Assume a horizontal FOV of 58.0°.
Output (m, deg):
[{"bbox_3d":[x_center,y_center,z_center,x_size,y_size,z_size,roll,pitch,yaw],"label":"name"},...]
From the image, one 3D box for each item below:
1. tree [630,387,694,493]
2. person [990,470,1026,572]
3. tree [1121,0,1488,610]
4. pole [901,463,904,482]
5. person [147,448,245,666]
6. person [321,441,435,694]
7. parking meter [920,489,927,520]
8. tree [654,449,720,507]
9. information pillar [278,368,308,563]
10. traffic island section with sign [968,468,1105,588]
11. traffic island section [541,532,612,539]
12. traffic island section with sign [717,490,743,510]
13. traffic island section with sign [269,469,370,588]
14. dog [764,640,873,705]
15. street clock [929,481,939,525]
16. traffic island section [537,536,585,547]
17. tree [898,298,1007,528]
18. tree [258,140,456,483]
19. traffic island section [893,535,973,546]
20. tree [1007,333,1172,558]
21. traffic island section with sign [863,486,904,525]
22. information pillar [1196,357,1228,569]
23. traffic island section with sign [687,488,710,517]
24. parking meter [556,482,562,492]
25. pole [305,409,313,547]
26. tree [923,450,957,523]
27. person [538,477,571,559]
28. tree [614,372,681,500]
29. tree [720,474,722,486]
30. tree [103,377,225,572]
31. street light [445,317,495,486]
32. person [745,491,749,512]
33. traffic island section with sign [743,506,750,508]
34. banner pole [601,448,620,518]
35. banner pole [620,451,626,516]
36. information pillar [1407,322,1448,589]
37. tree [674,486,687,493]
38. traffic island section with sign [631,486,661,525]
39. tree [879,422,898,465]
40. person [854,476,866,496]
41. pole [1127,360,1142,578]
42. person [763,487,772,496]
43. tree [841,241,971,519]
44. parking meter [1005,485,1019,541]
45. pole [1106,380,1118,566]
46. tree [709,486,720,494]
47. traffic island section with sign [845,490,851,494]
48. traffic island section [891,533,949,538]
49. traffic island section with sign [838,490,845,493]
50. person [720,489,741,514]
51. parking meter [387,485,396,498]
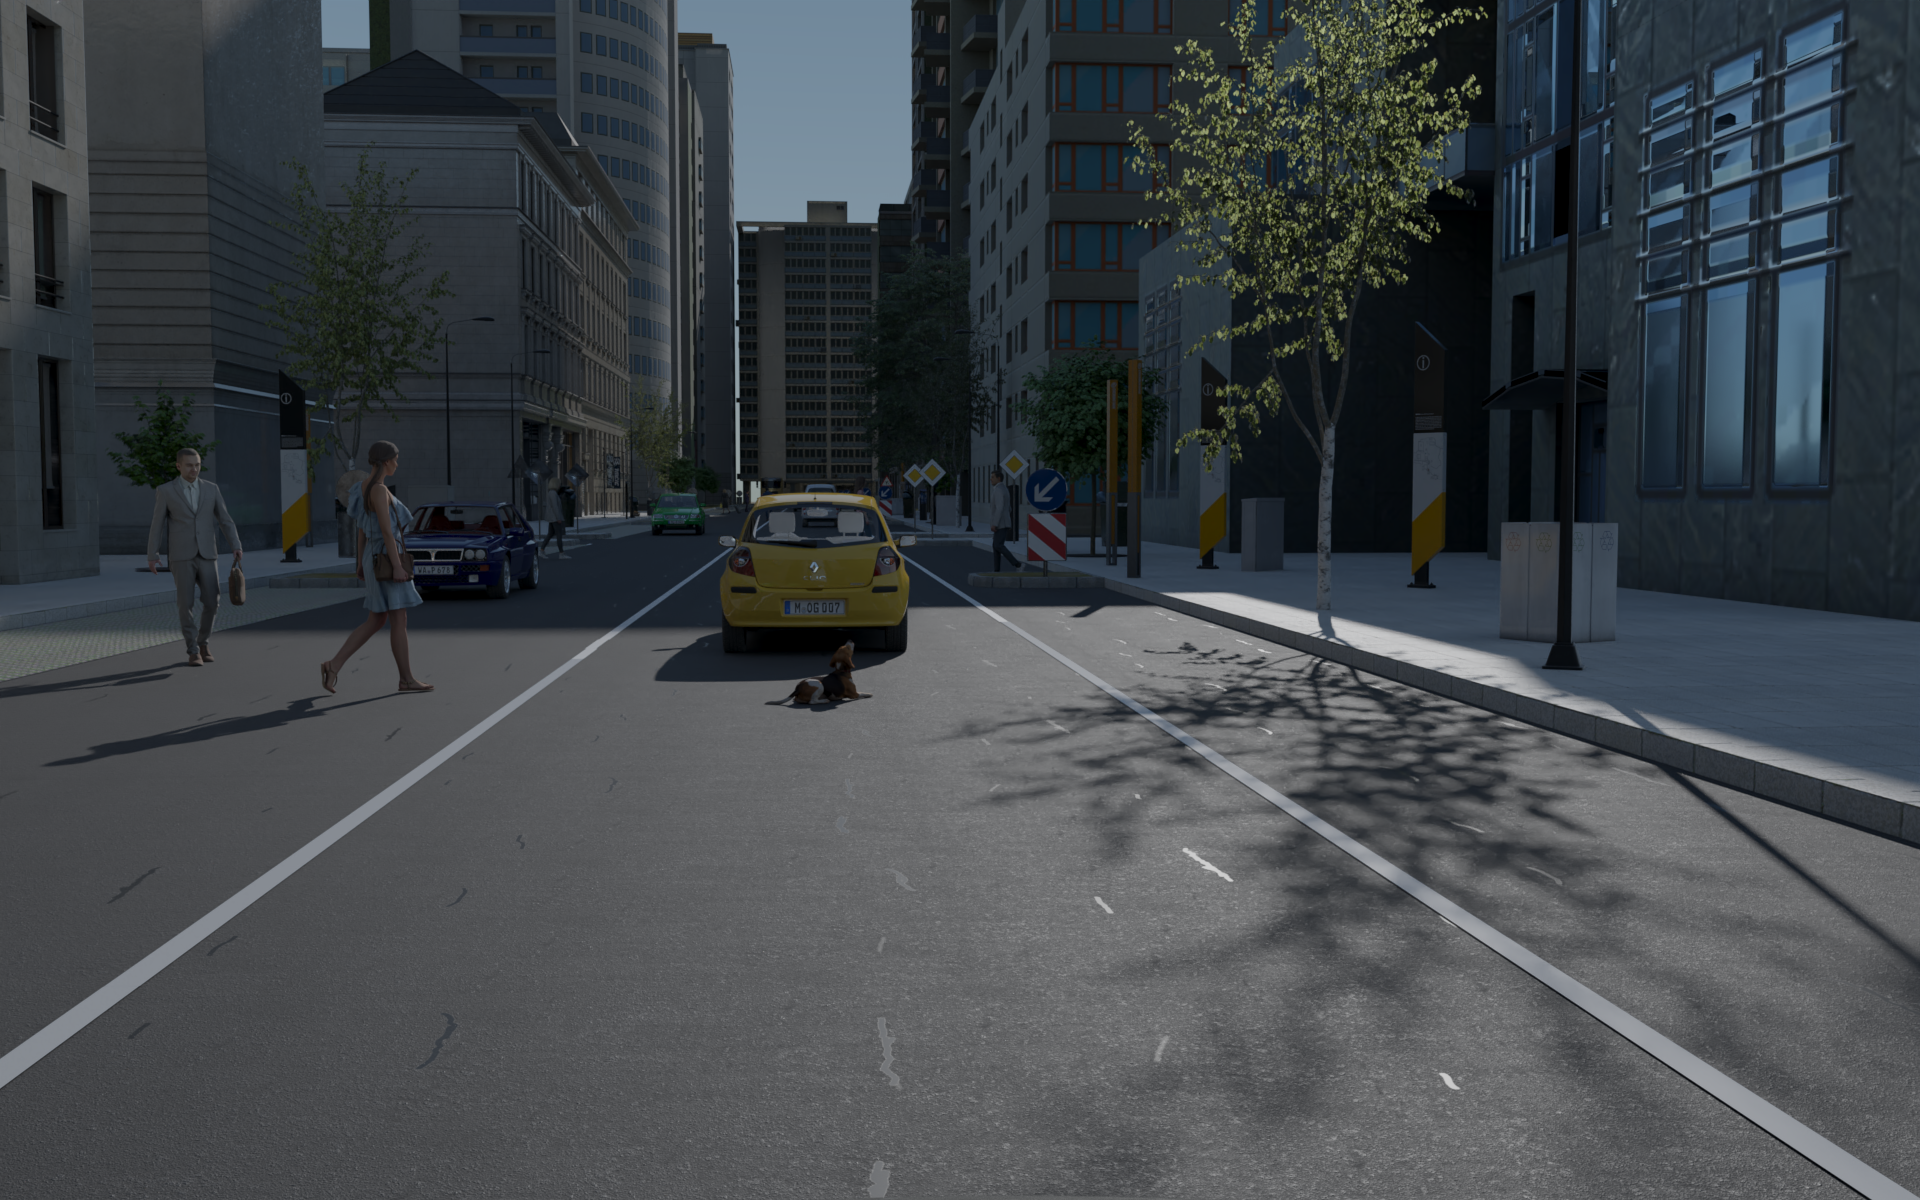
[{"bbox_3d":[-20.257,-10.249,117.939,4.737,8.622,4.395,0,3,0],"label":"tree"},{"bbox_3d":[0.760,-1.279,29.265,0.795,1.843,0.661,1,4,15],"label":"person"},{"bbox_3d":[4.001,-4.211,19.216,4.360,8.622,3.978,0,3,0],"label":"tree"},{"bbox_3d":[-3.759,-7.345,113.932,0.158,3.312,0.155,0,3,0],"label":"pole"},{"bbox_3d":[-6.395,-0.360,14.503,0.709,1.813,0.853,-3,5,-41],"label":"person"},{"bbox_3d":[-4.147,-0.230,12.354,0.778,1.811,0.616,-2,4,-29],"label":"person"},{"bbox_3d":[-1.779,-4.634,84.185,0.372,1.533,0.369,0,3,0],"label":"parking meter"},{"bbox_3d":[-20.622,-8.678,125.596,4.285,4.588,4.351,0,3,0],"label":"tree"},{"bbox_3d":[-12.449,-2.506,32.331,0.504,3.616,0.183,0,4,5],"label":"information pillar"},{"bbox_3d":[1.155,-1.148,27.400,1.989,1.847,2.006,0,4,-5],"label":"traffic island section with sign"},{"bbox_3d":[-12.413,-2.071,56.137,2.009,0.180,2.903,0,4,-5],"label":"traffic island section"},{"bbox_3d":[-21.063,-9.127,157.850,1.989,1.847,2.006,0,4,-5],"label":"traffic island section with sign"},{"bbox_3d":[-9.534,-1.134,27.162,1.989,1.847,2.006,0,4,-5],"label":"traffic island section with sign"},{"bbox_3d":[-0.981,0.500,12.025,0.748,0.427,0.550,0,4,-2],"label":"dog"},{"bbox_3d":[-1.099,-4.140,72.259,0.358,2.002,0.471,2,4,28],"label":"street clock"},{"bbox_3d":[-11.711,-1.584,48.183,2.009,0.180,2.903,0,4,-5],"label":"traffic island section"},{"bbox_3d":[-0.127,-7.048,65.602,4.360,8.622,3.978,0,3,0],"label":"tree"},{"bbox_3d":[-12.936,-5.291,36.873,4.737,8.622,4.395,0,3,0],"label":"tree"},{"bbox_3d":[-0.762,-1.643,49.141,2.009,0.180,2.903,0,4,-5],"label":"traffic island section"},{"bbox_3d":[2.658,-3.169,35.533,4.285,4.588,4.351,0,3,0],"label":"tree"},{"bbox_3d":[-3.681,-4.497,82.148,1.989,1.847,2.006,0,4,-5],"label":"traffic island section with sign"},{"bbox_3d":[4.308,-2.333,29.503,0.504,3.616,0.183,3,4,39],"label":"information pillar"},{"bbox_3d":[-16.725,-6.116,108.621,1.989,1.847,2.006,0,4,-5],"label":"traffic island section with sign"},{"bbox_3d":[-16.591,-4.017,71.393,0.255,1.863,0.399,1,4,21],"label":"parking meter"},{"bbox_3d":[-15.684,-2.924,41.657,0.158,3.312,0.155,0,3,0],"label":"pole"},{"bbox_3d":[-0.874,-4.988,76.150,1.663,3.219,1.824,0,3,0],"label":"tree"},{"bbox_3d":[-8.995,-1.813,38.323,0.728,1.800,0.709,-1,4,-17],"label":"person"},{"bbox_3d":[-18.722,-9.419,104.357,4.360,8.622,3.978,0,3,0],"label":"tree"},{"bbox_3d":[-26.373,-11.941,178.955,4.285,4.588,4.351,0,3,0],"label":"tree"},{"bbox_3d":[-13.282,-2.099,28.916,1.663,3.219,1.824,0,3,0],"label":"tree"},{"bbox_3d":[-12.871,-4.458,45.423,1.470,5.913,1.316,0,4,-5],"label":"street light"},{"bbox_3d":[-16.844,-7.806,137.052,0.530,1.710,0.541,1,4,19],"label":"person"},{"bbox_3d":[-23.438,-10.769,184.701,1.989,1.847,2.006,0,4,-5],"label":"traffic island section with sign"},{"bbox_3d":[-19.041,-6.337,93.625,0.401,3.779,0.863,3,5,43],"label":"banner pole"},{"bbox_3d":[-19.980,-6.826,101.628,0.863,3.779,0.401,-1,4,-8],"label":"banner pole"},{"bbox_3d":[6.360,-1.966,23.497,0.183,3.616,0.504,-3,5,-40],"label":"information pillar"},{"bbox_3d":[-22.356,-8.803,138.524,1.663,3.219,1.824,0,3,0],"label":"tree"},{"bbox_3d":[-14.282,-4.425,80.972,1.989,1.847,2.006,0,4,-5],"label":"traffic island section with sign"},{"bbox_3d":[-4.163,-10.755,126.214,4.360,8.622,3.978,0,3,0],"label":"tree"},{"bbox_3d":[-2.079,-1.749,37.106,0.388,1.821,0.555,-2,4,-30],"label":"person"},{"bbox_3d":[2.664,-1.992,26.419,0.158,3.312,0.155,0,3,0],"label":"pole"},{"bbox_3d":[-10.219,-5.122,92.425,0.721,1.800,0.419,-1,4,-16],"label":"person"},{"bbox_3d":[-1.153,-11.128,88.592,9.857,13.997,8.962,0,3,0],"label":"tree"},{"bbox_3d":[1.419,-2.368,47.122,0.372,1.533,0.369,0,3,0],"label":"parking meter"},{"bbox_3d":[2.725,-2.275,31.042,0.158,3.312,0.155,0,3,0],"label":"pole"},{"bbox_3d":[-26.341,-11.666,185.344,1.663,3.219,1.824,0,3,0],"label":"tree"},{"bbox_3d":[-6.068,-6.156,109.276,1.989,1.847,2.006,0,4,-5],"label":"traffic island section with sign"},{"bbox_3d":[-1.464,-2.129,57.095,2.009,0.180,2.903,0,4,-5],"label":"traffic island section"},{"bbox_3d":[-12.914,-10.900,186.843,1.989,1.847,2.006,0,4,-5],"label":"traffic island section with sign"},{"bbox_3d":[-16.837,-7.218,126.730,1.509,1.804,0.699,1,4,12],"label":"person"},{"bbox_3d":[-15.212,-2.307,46.128,0.372,1.533,0.369,0,3,0],"label":"parking meter"}]
